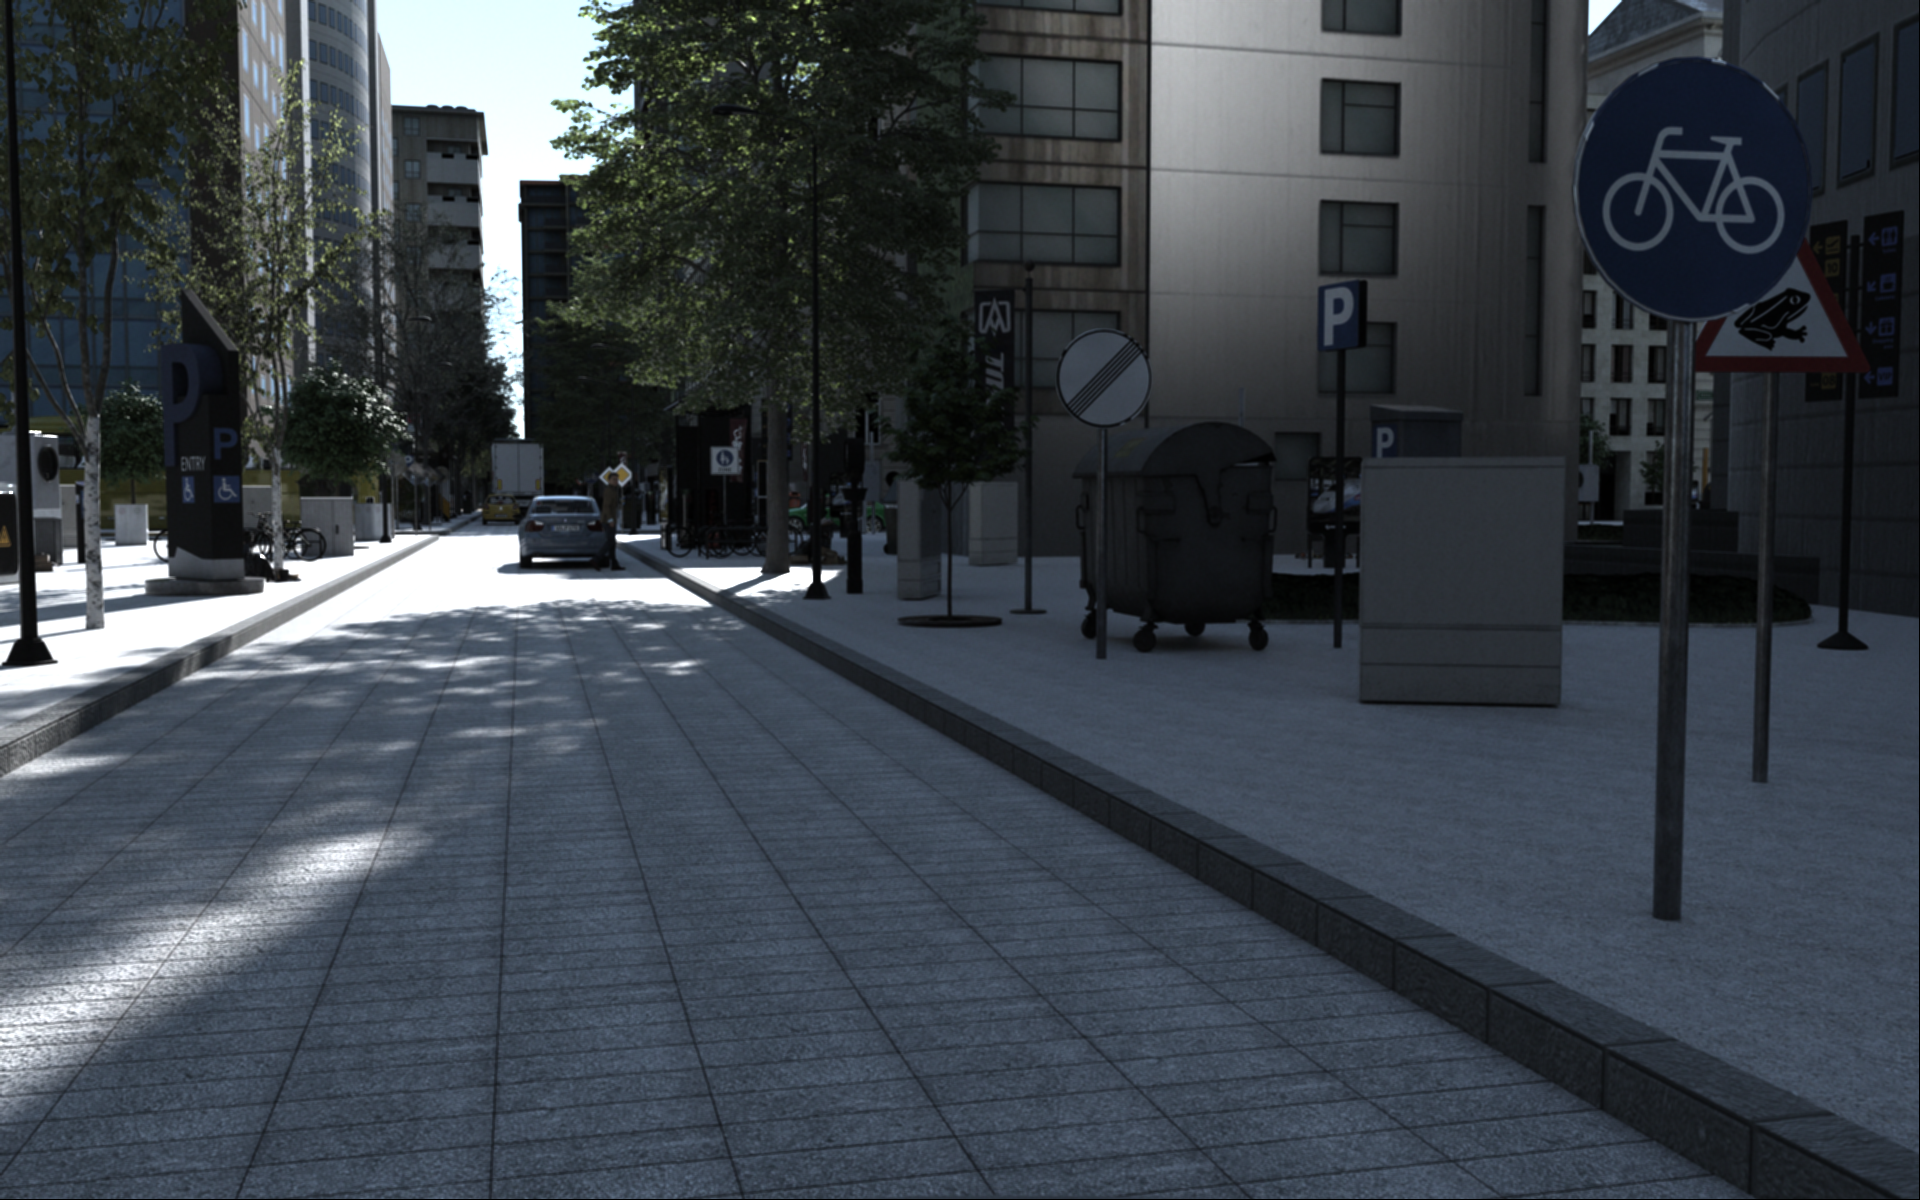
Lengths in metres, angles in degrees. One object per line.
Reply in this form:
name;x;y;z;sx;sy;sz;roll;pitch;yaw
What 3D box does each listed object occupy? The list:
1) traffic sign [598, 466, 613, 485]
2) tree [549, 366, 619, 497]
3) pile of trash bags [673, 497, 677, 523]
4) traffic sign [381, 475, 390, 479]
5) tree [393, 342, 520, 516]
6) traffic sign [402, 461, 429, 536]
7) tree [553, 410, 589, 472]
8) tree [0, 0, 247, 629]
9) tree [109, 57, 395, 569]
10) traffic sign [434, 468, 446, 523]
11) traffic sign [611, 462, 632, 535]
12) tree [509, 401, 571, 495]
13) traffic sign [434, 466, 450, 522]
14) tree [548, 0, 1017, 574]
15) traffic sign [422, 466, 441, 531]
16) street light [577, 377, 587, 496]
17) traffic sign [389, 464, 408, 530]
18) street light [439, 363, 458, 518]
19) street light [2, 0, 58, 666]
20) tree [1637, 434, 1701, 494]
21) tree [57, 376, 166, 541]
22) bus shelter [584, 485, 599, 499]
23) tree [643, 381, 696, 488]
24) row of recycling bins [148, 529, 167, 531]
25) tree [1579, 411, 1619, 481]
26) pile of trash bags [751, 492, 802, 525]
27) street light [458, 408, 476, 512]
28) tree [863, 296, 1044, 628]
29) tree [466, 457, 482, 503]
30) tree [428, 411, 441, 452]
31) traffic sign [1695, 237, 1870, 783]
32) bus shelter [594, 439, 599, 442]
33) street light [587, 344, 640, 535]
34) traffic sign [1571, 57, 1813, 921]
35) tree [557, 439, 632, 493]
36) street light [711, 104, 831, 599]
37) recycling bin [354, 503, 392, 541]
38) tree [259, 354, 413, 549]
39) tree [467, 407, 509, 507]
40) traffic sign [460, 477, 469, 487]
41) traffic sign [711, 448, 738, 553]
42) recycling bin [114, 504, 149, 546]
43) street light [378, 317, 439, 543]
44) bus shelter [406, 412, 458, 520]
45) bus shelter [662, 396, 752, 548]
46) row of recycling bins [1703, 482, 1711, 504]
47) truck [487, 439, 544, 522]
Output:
traffic sign;-12.572;-3.580;62.172;0.795;2.450;0.064;-1;4;-14
tree;-21.166;-9.043;98.221;4.737;8.622;4.395;0;3;0
pile of trash bags;-11.779;-4.089;76.600;1.912;1.369;3.447;-1;4;-17
traffic sign;-26.628;-4.942;80.911;0.768;2.556;0.104;0;4;-7
tree;-30.061;-10.305;102.898;8.767;10.594;7.601;1;4;17
traffic sign;-16.631;-3.015;52.939;0.795;2.450;0.064;-1;4;-14
tree;-30.833;-11.638;140.647;4.360;8.622;3.978;0;3;0
tree;-8.476;-4.036;16.353;4.737;8.622;4.395;0;3;0
tree;-11.587;-4.781;28.536;4.360;8.622;3.978;0;3;0
traffic sign;-23.317;-4.650;77.208;0.795;2.450;0.064;-1;4;-12
traffic sign;-10.619;-3.106;54.428;0.795;2.450;0.064;-1;4;-14
tree;-44.029;-16.332;192.788;9.928;11.665;9.643;0;3;0
traffic sign;-23.673;-4.828;79.051;0.768;2.556;0.104;0;4;-5
tree;-2.952;-6.733;28.207;7.486;12.596;7.792;0;3;0
traffic sign;-18.584;-3.489;60.682;0.795;2.450;0.064;-1;4;-14
street light;-14.518;-5.904;69.072;1.470;5.913;1.316;-1;4;-14
traffic sign;-20.105;-3.776;61.844;0.768;2.556;0.104;0;4;-7
street light;-18.683;-5.428;61.296;1.470;5.913;1.316;-1;4;-14
street light;-6.491;-2.475;13.015;1.470;5.913;1.316;-1;4;-14
tree;21.594;-3.585;53.212;1.663;3.219;1.824;0;3;0
tree;-23.128;-3.941;48.143;4.285;4.588;4.351;0;3;0
bus shelter;-22.496;-7.030;106.227;1.731;3.624;6.357;-1;4;-14
tree;-18.531;-9.850;111.410;4.360;8.622;3.978;0;3;0
row of recycling bins;-28.074;-3.358;62.010;1.069;1.692;3.534;1;4;12
tree;20.564;-4.586;58.694;4.285;4.588;4.351;0;3;0
pile of trash bags;-8.104;-3.709;70.389;3.447;1.369;1.912;-2;4;-24
street light;-26.859;-7.410;93.690;1.470;5.913;1.316;-1;4;-14
tree;-0.208;-1.367;16.947;1.663;3.219;1.824;0;3;0
tree;-54.304;-14.975;195.206;4.737;8.622;4.395;0;3;0
tree;-37.643;-13.140;132.972;7.486;12.596;7.792;0;3;0
traffic sign;3.565;-0.467;7.644;0.884;2.594;0.081;0;4;-7
bus shelter;-26.310;-8.960;124.122;2.179;5.291;8.768;-1;4;-14
street light;-10.732;-4.976;53.899;1.470;5.913;1.316;-1;4;-14
traffic sign;2.141;-0.310;5.167;0.768;2.556;0.104;-1;4;-10
tree;-19.241;-6.703;93.308;4.285;4.588;4.351;0;3;0
street light;-2.280;-2.959;20.927;1.470;5.913;1.316;-1;4;-14
recycling bin;-16.197;-2.154;47.777;0.722;1.027;0.722;2;4;25
tree;-14.583;-3.481;40.625;4.285;4.588;4.351;0;3;0
tree;-55.657;-16.909;202.211;9.928;11.665;9.643;0;3;0
traffic sign;-36.562;-7.795;127.556;0.768;2.556;0.104;-1;4;-13
traffic sign;-5.085;-2.163;37.495;0.606;2.300;0.079;-1;4;-9
recycling bin;-20.832;-1.896;43.557;0.722;1.027;0.722;-1;4;-22
street light;-14.555;-4.458;45.437;1.470;5.913;1.316;-1;4;-14
bus shelter;-26.748;-6.744;87.889;2.179;5.291;8.768;-1;4;-14
bus shelter;-6.536;-3.262;44.618;1.731;3.624;6.357;-1;4;-14
row of recycling bins;22.509;-2.559;48.946;1.069;1.692;3.534;-1;4;-23
truck;-23.943;-6.384;93.289;2.839;4.237;11.283;-1;4;-16
